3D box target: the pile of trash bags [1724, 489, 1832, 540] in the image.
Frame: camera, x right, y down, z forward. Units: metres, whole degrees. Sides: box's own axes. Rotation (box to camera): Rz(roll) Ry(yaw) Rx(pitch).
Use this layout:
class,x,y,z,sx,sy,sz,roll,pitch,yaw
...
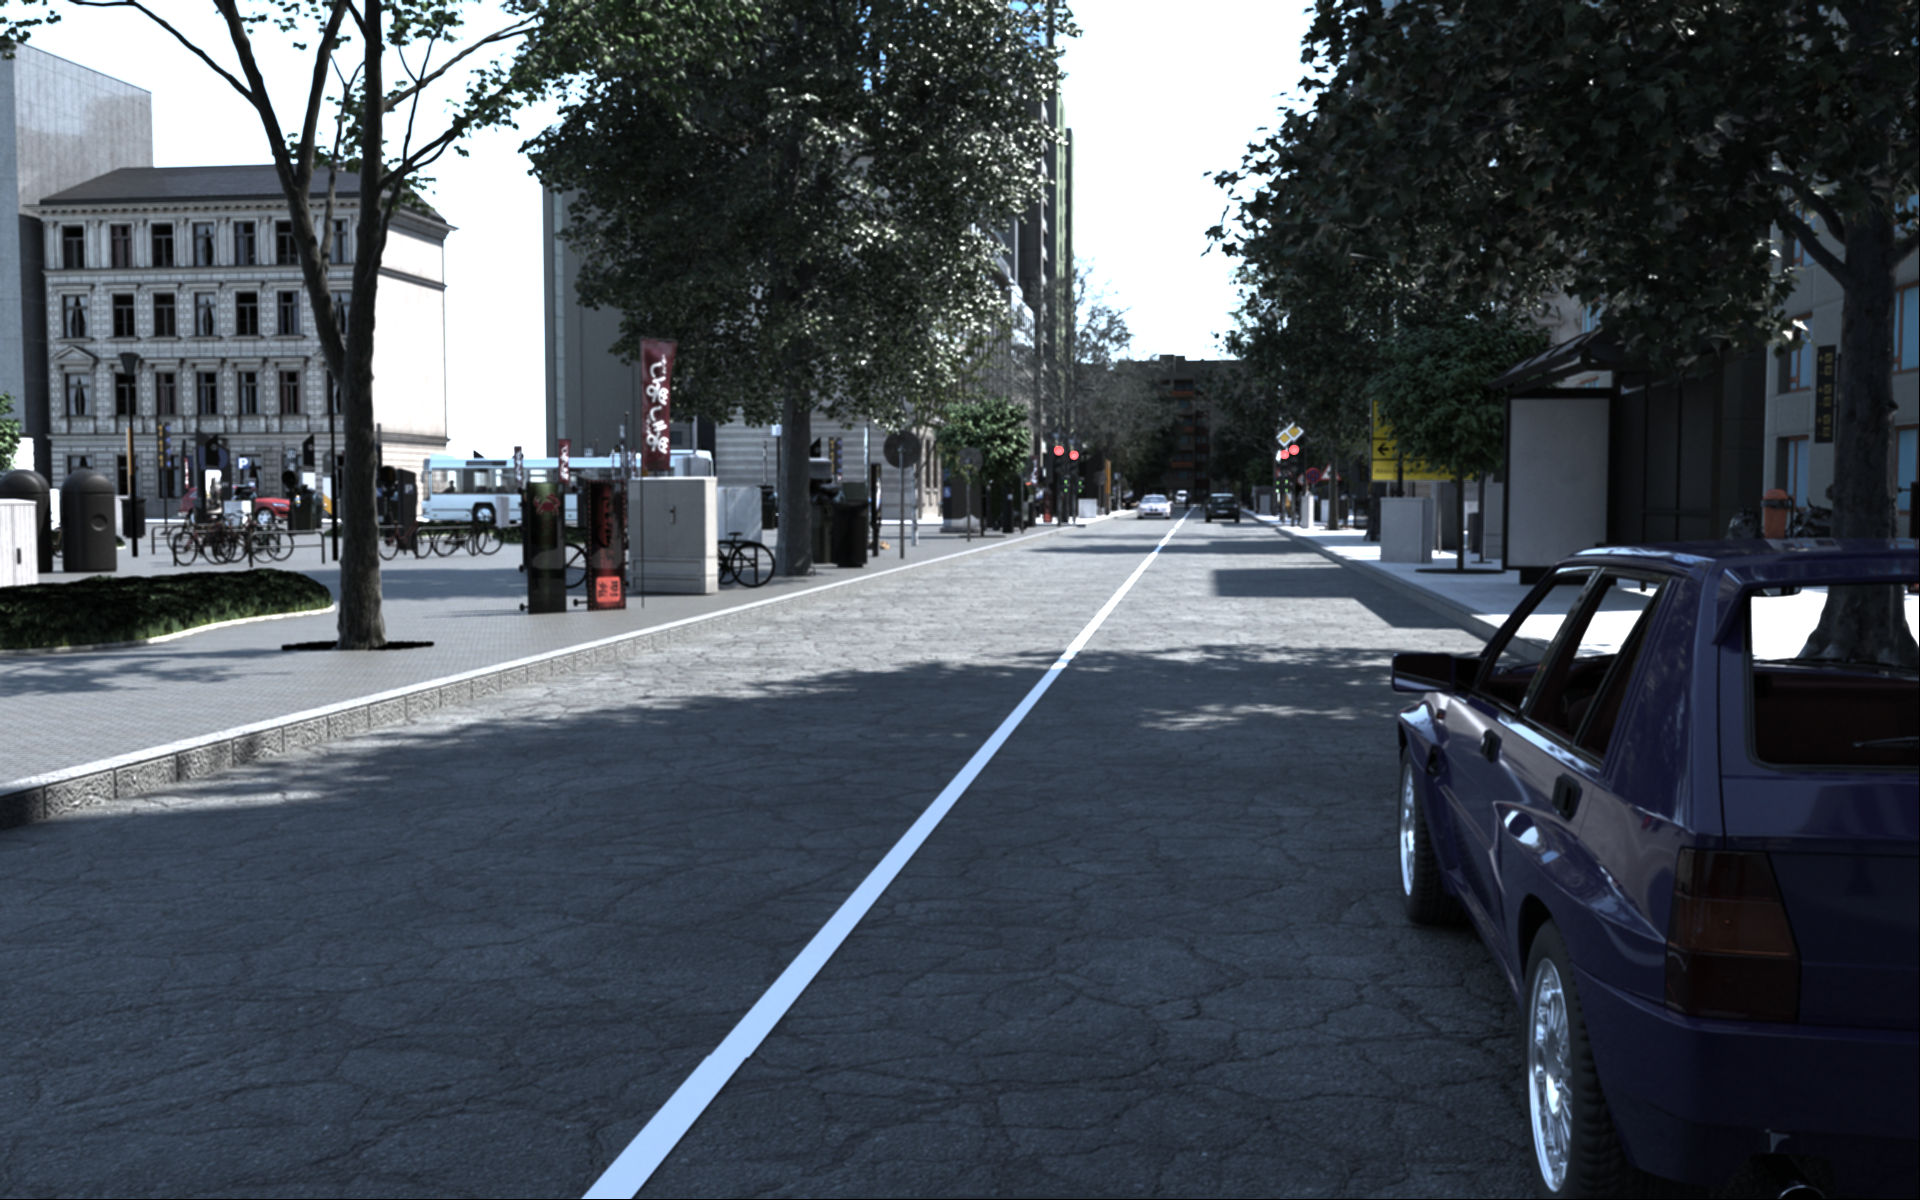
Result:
class,x,y,z,sx,sy,sz,roll,pitch,yaw
pile of trash bags,14.798,-1.322,31.366,1.912,1.369,3.447,2,4,25

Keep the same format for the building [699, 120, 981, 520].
class,x,y,z,sx,sy,sz,roll,pitch,yaw
building,-5.936,-15.861,95.487,11.583,22.565,21.152,0,4,8

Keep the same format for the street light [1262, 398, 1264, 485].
class,x,y,z,sx,sy,sz,roll,pitch,yaw
street light,15.042,-6.795,83.634,1.470,5.913,1.316,0,4,8

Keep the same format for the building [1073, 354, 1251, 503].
class,x,y,z,sx,sy,sz,roll,pitch,yaw
building,31.322,-25.070,254.926,28.899,21.520,27.650,0,4,8

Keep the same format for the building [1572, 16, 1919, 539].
class,x,y,z,sx,sy,sz,roll,pitch,yaw
building,32.105,-12.002,41.264,27.650,21.520,28.899,0,4,8

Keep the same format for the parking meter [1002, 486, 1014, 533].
class,x,y,z,sx,sy,sz,roll,pitch,yaw
parking meter,1.579,-2.960,56.808,0.372,1.533,0.369,0,3,0

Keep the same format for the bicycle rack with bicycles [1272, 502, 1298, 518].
class,x,y,z,sx,sy,sz,roll,pitch,yaw
bicycle rack with bicycles,17.902,-4.756,91.149,2.925,0.926,2.852,0,4,-2

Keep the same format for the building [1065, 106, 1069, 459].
class,x,y,z,sx,sy,sz,roll,pitch,yaw
building,3.048,-30.001,174.114,14.154,41.232,14.086,0,4,8

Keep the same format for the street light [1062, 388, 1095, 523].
class,x,y,z,sx,sy,sz,roll,pitch,yaw
street light,5.185,-6.319,75.858,1.470,5.913,1.316,0,4,8

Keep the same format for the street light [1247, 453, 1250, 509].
class,x,y,z,sx,sy,sz,roll,pitch,yaw
street light,19.788,-8.798,116.393,1.470,5.913,1.316,0,4,8

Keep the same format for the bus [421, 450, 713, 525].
class,x,y,z,sx,sy,sz,roll,pitch,yaw
bus,-17.445,-4.902,75.012,13.247,3.499,2.948,1,4,10

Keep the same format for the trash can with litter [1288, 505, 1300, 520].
class,x,y,z,sx,sy,sz,roll,pitch,yaw
trash can with litter,17.418,-4.675,87.494,1.678,1.210,2.233,2,4,28

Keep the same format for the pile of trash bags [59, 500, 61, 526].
class,x,y,z,sx,sy,sz,roll,pitch,yaw
pile of trash bags,-36.849,-3.629,69.094,1.912,1.369,3.447,0,4,-6

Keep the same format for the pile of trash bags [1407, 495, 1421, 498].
class,x,y,z,sx,sy,sz,roll,pitch,yaw
pile of trash bags,26.219,-5.642,101.992,3.447,1.369,1.912,0,4,7

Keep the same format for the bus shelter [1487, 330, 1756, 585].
class,x,y,z,sx,sy,sz,roll,pitch,yaw
bus shelter,8.112,-1.711,21.905,2.014,3.302,5.546,1,4,8

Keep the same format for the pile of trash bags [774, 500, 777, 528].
class,x,y,z,sx,sy,sz,roll,pitch,yaw
pile of trash bags,-7.600,-3.470,66.485,1.912,1.369,3.447,-1,4,-12

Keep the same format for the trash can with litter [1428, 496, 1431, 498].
class,x,y,z,sx,sy,sz,roll,pitch,yaw
trash can with litter,22.431,-4.374,82.575,1.678,1.210,2.233,-3,5,-42

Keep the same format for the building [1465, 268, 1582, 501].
class,x,y,z,sx,sy,sz,roll,pitch,yaw
building,35.278,-15.165,84.108,21.152,22.565,11.583,0,4,8

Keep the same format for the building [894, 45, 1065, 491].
class,x,y,z,sx,sy,sz,roll,pitch,yaw
building,1.740,-29.138,159.995,14.154,41.232,14.086,0,4,8

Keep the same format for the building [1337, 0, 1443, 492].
class,x,y,z,sx,sy,sz,roll,pitch,yaw
building,47.335,-33.190,162.259,23.786,49.044,30.456,0,4,8

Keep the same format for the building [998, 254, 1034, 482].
class,x,y,z,sx,sy,sz,roll,pitch,yaw
building,-0.084,-17.353,138.471,10.420,20.320,16.860,0,4,8

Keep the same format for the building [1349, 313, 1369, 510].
class,x,y,z,sx,sy,sz,roll,pitch,yaw
building,37.938,-19.521,137.195,12.078,24.808,19.932,0,4,8

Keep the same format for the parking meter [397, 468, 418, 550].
class,x,y,z,sx,sy,sz,roll,pitch,yaw
parking meter,-12.658,-2.079,39.697,0.399,1.863,0.255,-3,4,-38

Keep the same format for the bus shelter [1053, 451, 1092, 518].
class,x,y,z,sx,sy,sz,roll,pitch,yaw
bus shelter,6.294,-6.436,96.514,1.731,3.624,6.357,0,4,8

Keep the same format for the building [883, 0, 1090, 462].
class,x,y,z,sx,sy,sz,roll,pitch,yaw
building,-0.469,-54.783,208.369,31.000,86.520,22.319,0,4,8

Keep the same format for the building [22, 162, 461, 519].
class,x,y,z,sx,sy,sz,roll,pitch,yaw
building,-38.456,-14.048,94.305,19.286,19.102,10.561,0,4,8

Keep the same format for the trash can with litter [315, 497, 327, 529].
class,x,y,z,sx,sy,sz,roll,pitch,yaw
trash can with litter,-23.726,-3.194,63.614,0.624,1.170,1.055,0,3,0

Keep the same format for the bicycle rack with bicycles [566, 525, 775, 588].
class,x,y,z,sx,sy,sz,roll,pitch,yaw
bicycle rack with bicycles,-3.907,-0.659,24.158,2.925,0.926,2.852,1,4,17

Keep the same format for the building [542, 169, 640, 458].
class,x,y,z,sx,sy,sz,roll,pitch,yaw
building,-43.651,-32.783,219.595,14.086,41.232,14.154,0,4,8

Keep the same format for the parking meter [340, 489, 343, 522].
class,x,y,z,sx,sy,sz,roll,pitch,yaw
parking meter,-28.652,-4.417,80.624,0.372,1.533,0.369,0,3,0

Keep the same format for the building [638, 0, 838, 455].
class,x,y,z,sx,sy,sz,roll,pitch,yaw
building,-26.469,-47.380,212.907,20.611,71.187,20.563,0,4,8

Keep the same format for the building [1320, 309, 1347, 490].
class,x,y,z,sx,sy,sz,roll,pitch,yaw
building,46.389,-32.740,185.410,14.600,45.320,14.200,0,4,8

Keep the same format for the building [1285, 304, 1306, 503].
class,x,y,z,sx,sy,sz,roll,pitch,yaw
building,59.788,-36.251,247.326,28.867,44.769,22.147,0,4,8

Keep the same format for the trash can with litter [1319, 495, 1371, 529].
class,x,y,z,sx,sy,sz,roll,pitch,yaw
trash can with litter,14.629,-3.351,65.840,1.678,1.210,2.233,0,4,1

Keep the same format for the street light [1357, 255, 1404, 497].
class,x,y,z,sx,sy,sz,roll,pitch,yaw
street light,8.004,-3.734,33.595,1.470,5.913,1.316,0,4,8

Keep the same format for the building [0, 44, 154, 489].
class,x,y,z,sx,sy,sz,roll,pitch,yaw
building,-57.989,-17.103,97.650,19.932,24.808,12.078,0,4,8

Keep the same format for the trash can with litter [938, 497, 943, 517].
class,x,y,z,sx,sy,sz,roll,pitch,yaw
trash can with litter,-0.421,-4.029,77.263,0.624,1.170,1.055,3,5,43

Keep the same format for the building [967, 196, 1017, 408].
class,x,y,z,sx,sy,sz,roll,pitch,yaw
building,-4.042,-16.915,118.358,13.314,21.916,24.055,0,4,8

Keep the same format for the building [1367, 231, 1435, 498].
class,x,y,z,sx,sy,sz,roll,pitch,yaw
building,35.236,-20.267,117.271,13.634,28.700,20.117,0,4,8

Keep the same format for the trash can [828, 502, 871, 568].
class,x,y,z,sx,sy,sz,roll,pitch,yaw
trash can,-1.925,-1.140,30.288,0.748,1.137,0.748,0,3,0

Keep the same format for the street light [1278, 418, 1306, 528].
class,x,y,z,sx,sy,sz,roll,pitch,yaw
street light,12.666,-5.739,66.366,1.470,5.913,1.316,0,4,8

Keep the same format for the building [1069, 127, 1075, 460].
class,x,y,z,sx,sy,sz,roll,pitch,yaw
building,4.940,-30.891,188.658,14.154,41.232,14.086,0,4,8

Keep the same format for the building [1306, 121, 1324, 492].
class,x,y,z,sx,sy,sz,roll,pitch,yaw
building,51.980,-35.407,202.602,21.300,48.544,21.600,0,4,8

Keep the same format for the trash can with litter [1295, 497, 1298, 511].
class,x,y,z,sx,sy,sz,roll,pitch,yaw
trash can with litter,24.921,-7.141,128.149,1.055,1.170,0.624,-2,4,-27

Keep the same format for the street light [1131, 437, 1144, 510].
class,x,y,z,sx,sy,sz,roll,pitch,yaw
street light,14.531,-10.381,142.273,1.470,5.913,1.316,0,4,8

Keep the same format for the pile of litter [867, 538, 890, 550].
class,x,y,z,sx,sy,sz,roll,pitch,yaw
pile of litter,-2.273,-1.639,40.765,1.176,0.858,1.719,-1,4,-14

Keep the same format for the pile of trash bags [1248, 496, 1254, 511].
class,x,y,z,sx,sy,sz,roll,pitch,yaw
pile of trash bags,23.480,-7.686,135.422,1.912,1.369,3.447,1,4,11

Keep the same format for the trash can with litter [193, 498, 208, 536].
class,x,y,z,sx,sy,sz,roll,pitch,yaw
trash can with litter,-22.820,-2.511,52.442,0.624,1.170,1.055,-3,4,-38

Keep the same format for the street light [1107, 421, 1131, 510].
class,x,y,z,sx,sy,sz,roll,pitch,yaw
street light,9.782,-8.324,108.638,1.470,5.913,1.316,0,4,8

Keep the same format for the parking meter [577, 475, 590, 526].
class,x,y,z,sx,sy,sz,roll,pitch,yaw
parking meter,-11.608,-2.921,53.467,0.399,1.863,0.255,3,4,36
